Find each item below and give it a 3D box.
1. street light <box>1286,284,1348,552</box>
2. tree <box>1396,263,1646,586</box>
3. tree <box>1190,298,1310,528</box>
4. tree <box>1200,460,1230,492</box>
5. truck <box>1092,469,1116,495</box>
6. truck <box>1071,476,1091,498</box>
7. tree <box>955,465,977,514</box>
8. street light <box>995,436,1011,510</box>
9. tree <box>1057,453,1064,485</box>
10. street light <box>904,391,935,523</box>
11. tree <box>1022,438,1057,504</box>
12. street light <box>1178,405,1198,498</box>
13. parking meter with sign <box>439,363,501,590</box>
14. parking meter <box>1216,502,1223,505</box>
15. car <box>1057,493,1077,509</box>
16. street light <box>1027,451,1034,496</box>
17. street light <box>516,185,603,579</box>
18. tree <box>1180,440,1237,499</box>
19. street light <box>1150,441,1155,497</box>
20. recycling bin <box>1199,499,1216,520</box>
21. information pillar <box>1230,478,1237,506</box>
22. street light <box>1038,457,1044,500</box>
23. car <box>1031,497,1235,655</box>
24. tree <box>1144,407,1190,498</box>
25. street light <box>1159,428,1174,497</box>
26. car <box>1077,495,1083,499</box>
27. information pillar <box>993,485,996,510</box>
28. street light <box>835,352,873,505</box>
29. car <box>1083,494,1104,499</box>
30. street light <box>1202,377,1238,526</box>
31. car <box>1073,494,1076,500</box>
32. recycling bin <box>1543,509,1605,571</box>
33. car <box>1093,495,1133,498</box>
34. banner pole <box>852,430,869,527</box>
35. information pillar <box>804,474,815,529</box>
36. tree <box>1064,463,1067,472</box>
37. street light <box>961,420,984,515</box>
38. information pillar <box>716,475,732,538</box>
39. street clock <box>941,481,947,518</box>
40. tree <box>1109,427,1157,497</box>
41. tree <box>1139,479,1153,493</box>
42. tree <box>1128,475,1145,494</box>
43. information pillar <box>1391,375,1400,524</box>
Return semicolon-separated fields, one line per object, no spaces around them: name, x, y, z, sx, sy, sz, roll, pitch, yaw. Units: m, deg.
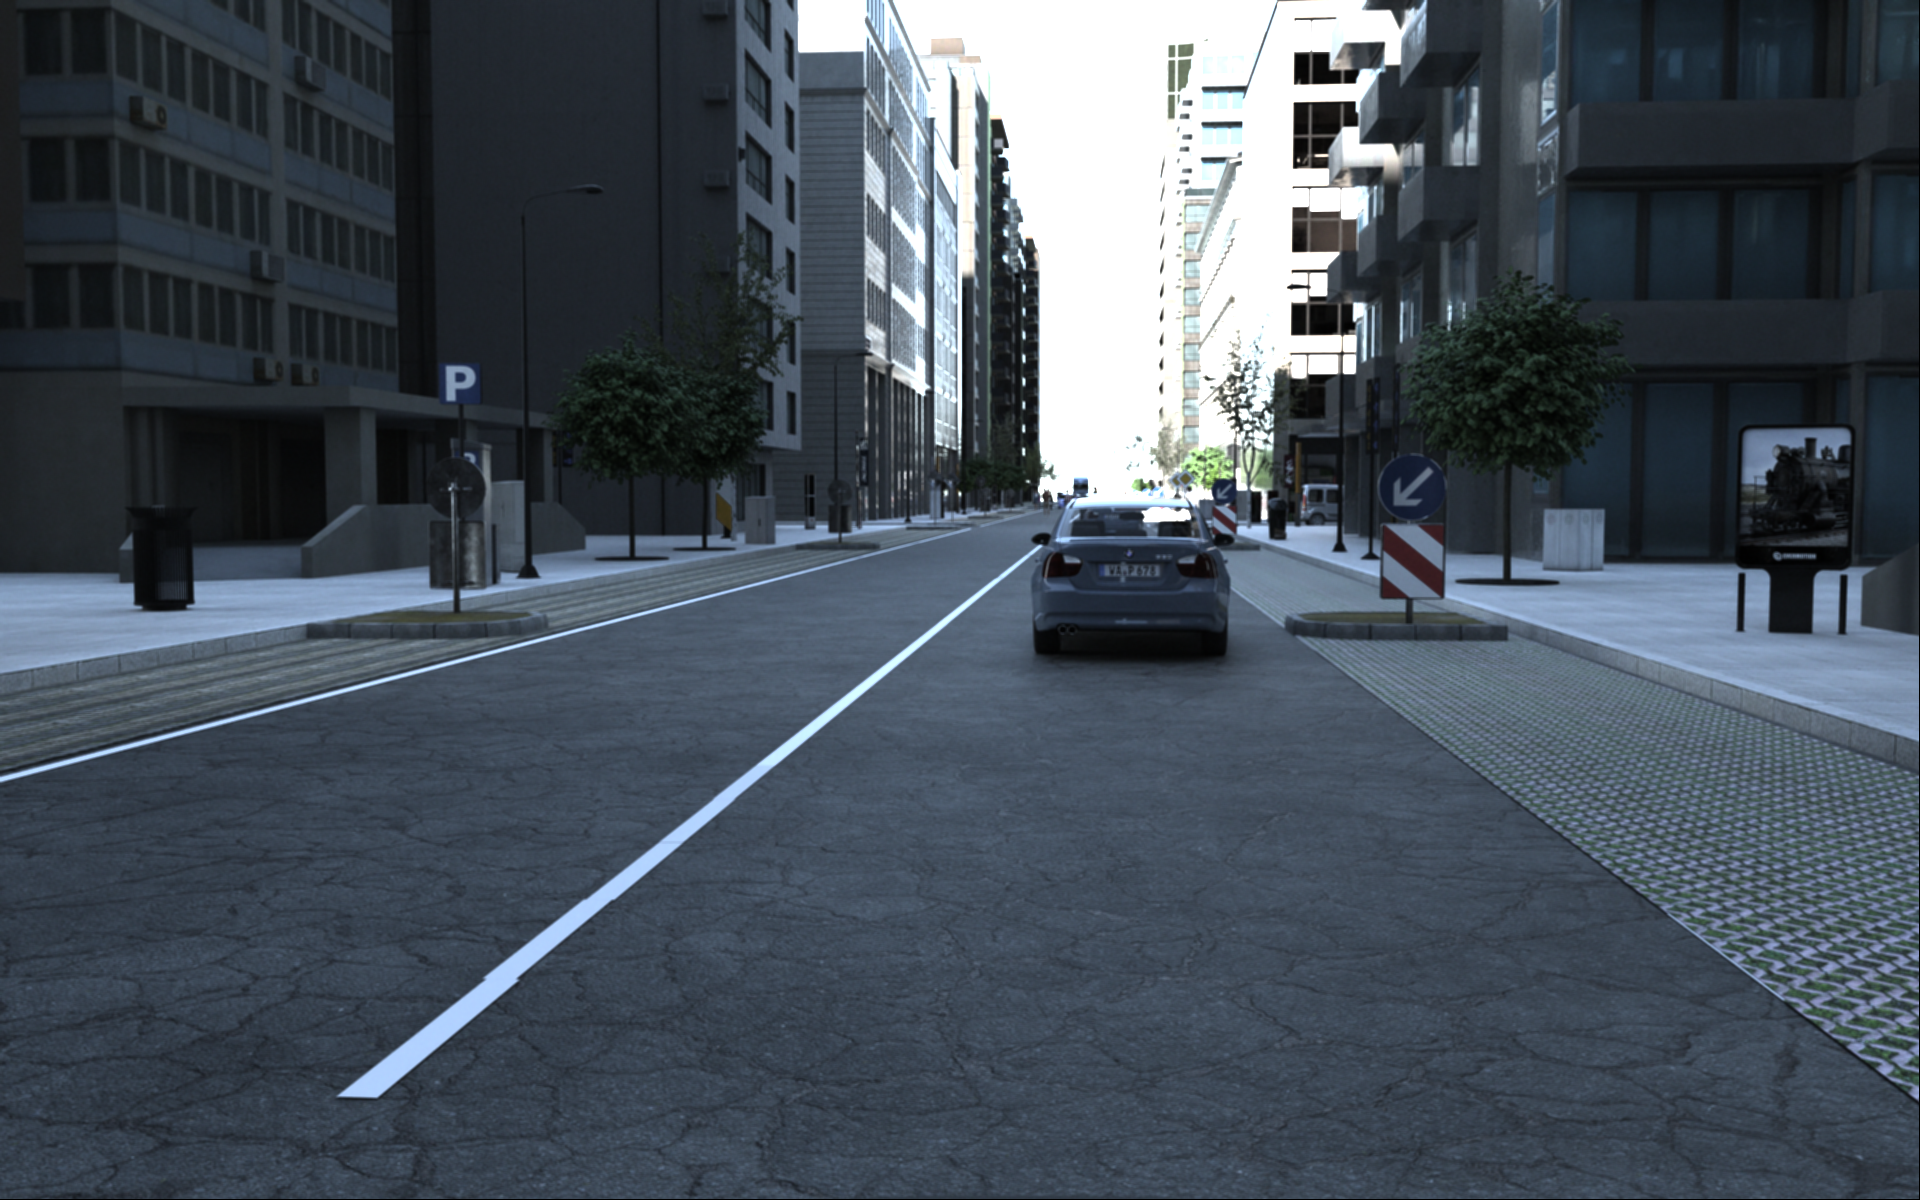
street light;7.902;-4.027;38.385;1.470;5.913;1.316;0;4;5
tree;7.975;-2.516;24.843;4.285;4.588;4.351;0;3;0
tree;10.881;-6.995;64.729;4.360;8.622;3.978;0;3;0
tree;14.376;-6.331;98.116;1.663;3.219;1.824;0;3;0
truck;16.632;-12.870;199.340;2.839;4.237;11.283;0;4;4
truck;18.164;-16.679;262.465;2.967;4.110;18.799;0;4;3
tree;0.376;-7.337;114.555;1.663;3.219;1.824;0;3;0
street light;3.409;-10.188;139.108;1.470;5.913;1.316;0;4;5
tree;11.671;-18.053;245.528;4.737;8.622;4.395;0;3;0
street light;-1.807;-6.446;77.926;1.470;5.913;1.316;0;4;5
tree;9.618;-16.968;227.792;4.737;8.622;4.395;0;3;0
street light;12.284;-7.230;90.745;1.470;5.913;1.316;0;4;5
parking meter with sign;-6.724;-1.694;23.950;0.543;3.016;1.738;0;4;-5
parking meter;11.779;-4.463;78.686;0.399;1.863;0.255;1;4;10
car;10.489;-9.804;169.894;1.945;1.707;3.694;0;4;3
street light;7.180;-13.014;185.316;1.470;5.913;1.316;0;4;5
street light;-6.057;-3.285;26.243;1.470;5.913;1.316;0;4;5
tree;15.008;-7.403;104.758;4.285;4.588;4.351;0;3;0
street light;17.262;-10.948;151.545;1.470;5.913;1.316;0;4;5
recycling bin;12.317;-4.485;85.890;0.722;1.027;0.722;-1;4;-23
information pillar;12.770;-4.667;80.801;0.304;2.012;0.304;1;4;12
street light;9.701;-14.873;215.713;1.470;5.913;1.316;0;4;5
car;1.663;-0.292;16.773;2.014;1.417;4.499;0;4;6
tree;17.454;-11.925;145.340;4.360;8.622;3.978;0;3;0
street light;14.734;-9.089;121.148;1.470;5.913;1.316;0;4;5
car;13.507;-11.710;204.043;1.945;1.354;3.894;0;4;7
information pillar;2.758;-8.185;138.313;0.304;2.012;0.304;0;3;0
street light;-3.535;-5.155;56.824;1.470;5.913;1.316;0;4;5
car;7.598;-5.339;97.080;2.009;1.686;4.222;0;4;5
street light;10.422;-5.900;69.006;1.470;5.913;1.316;0;4;5
car;12.165;-11.070;193.003;2.014;1.417;4.499;0;4;4
recycling bin;10.324;-1.014;29.140;0.722;1.027;0.722;-2;4;-34
car;4.627;-2.449;52.037;2.014;1.417;4.499;0;4;6
banner pole;-3.857;-4.743;67.558;0.863;3.779;0.401;3;5;40
information pillar;-5.458;-3.579;63.002;0.304;2.012;0.304;-2;4;-30
tree;15.595;-20.764;289.849;4.737;8.622;4.395;0;3;0
street light;0.808;-8.304;108.315;1.470;5.913;1.316;0;4;5
information pillar;-6.819;-3.593;50.105;0.504;3.616;0.183;-3;4;-38
street clock;-0.959;-5.292;91.097;0.471;2.002;0.358;-3;5;-39
tree;25.054;-18.609;238.670;8.767;10.594;7.601;-3;5;-40
tree;23.691;-13.728;219.046;1.663;3.219;1.824;0;3;0
tree;30.284;-18.949;293.524;4.285;4.588;4.351;0;3;0
information pillar;8.527;-2.602;33.904;0.183;3.616;0.504;1;4;18
